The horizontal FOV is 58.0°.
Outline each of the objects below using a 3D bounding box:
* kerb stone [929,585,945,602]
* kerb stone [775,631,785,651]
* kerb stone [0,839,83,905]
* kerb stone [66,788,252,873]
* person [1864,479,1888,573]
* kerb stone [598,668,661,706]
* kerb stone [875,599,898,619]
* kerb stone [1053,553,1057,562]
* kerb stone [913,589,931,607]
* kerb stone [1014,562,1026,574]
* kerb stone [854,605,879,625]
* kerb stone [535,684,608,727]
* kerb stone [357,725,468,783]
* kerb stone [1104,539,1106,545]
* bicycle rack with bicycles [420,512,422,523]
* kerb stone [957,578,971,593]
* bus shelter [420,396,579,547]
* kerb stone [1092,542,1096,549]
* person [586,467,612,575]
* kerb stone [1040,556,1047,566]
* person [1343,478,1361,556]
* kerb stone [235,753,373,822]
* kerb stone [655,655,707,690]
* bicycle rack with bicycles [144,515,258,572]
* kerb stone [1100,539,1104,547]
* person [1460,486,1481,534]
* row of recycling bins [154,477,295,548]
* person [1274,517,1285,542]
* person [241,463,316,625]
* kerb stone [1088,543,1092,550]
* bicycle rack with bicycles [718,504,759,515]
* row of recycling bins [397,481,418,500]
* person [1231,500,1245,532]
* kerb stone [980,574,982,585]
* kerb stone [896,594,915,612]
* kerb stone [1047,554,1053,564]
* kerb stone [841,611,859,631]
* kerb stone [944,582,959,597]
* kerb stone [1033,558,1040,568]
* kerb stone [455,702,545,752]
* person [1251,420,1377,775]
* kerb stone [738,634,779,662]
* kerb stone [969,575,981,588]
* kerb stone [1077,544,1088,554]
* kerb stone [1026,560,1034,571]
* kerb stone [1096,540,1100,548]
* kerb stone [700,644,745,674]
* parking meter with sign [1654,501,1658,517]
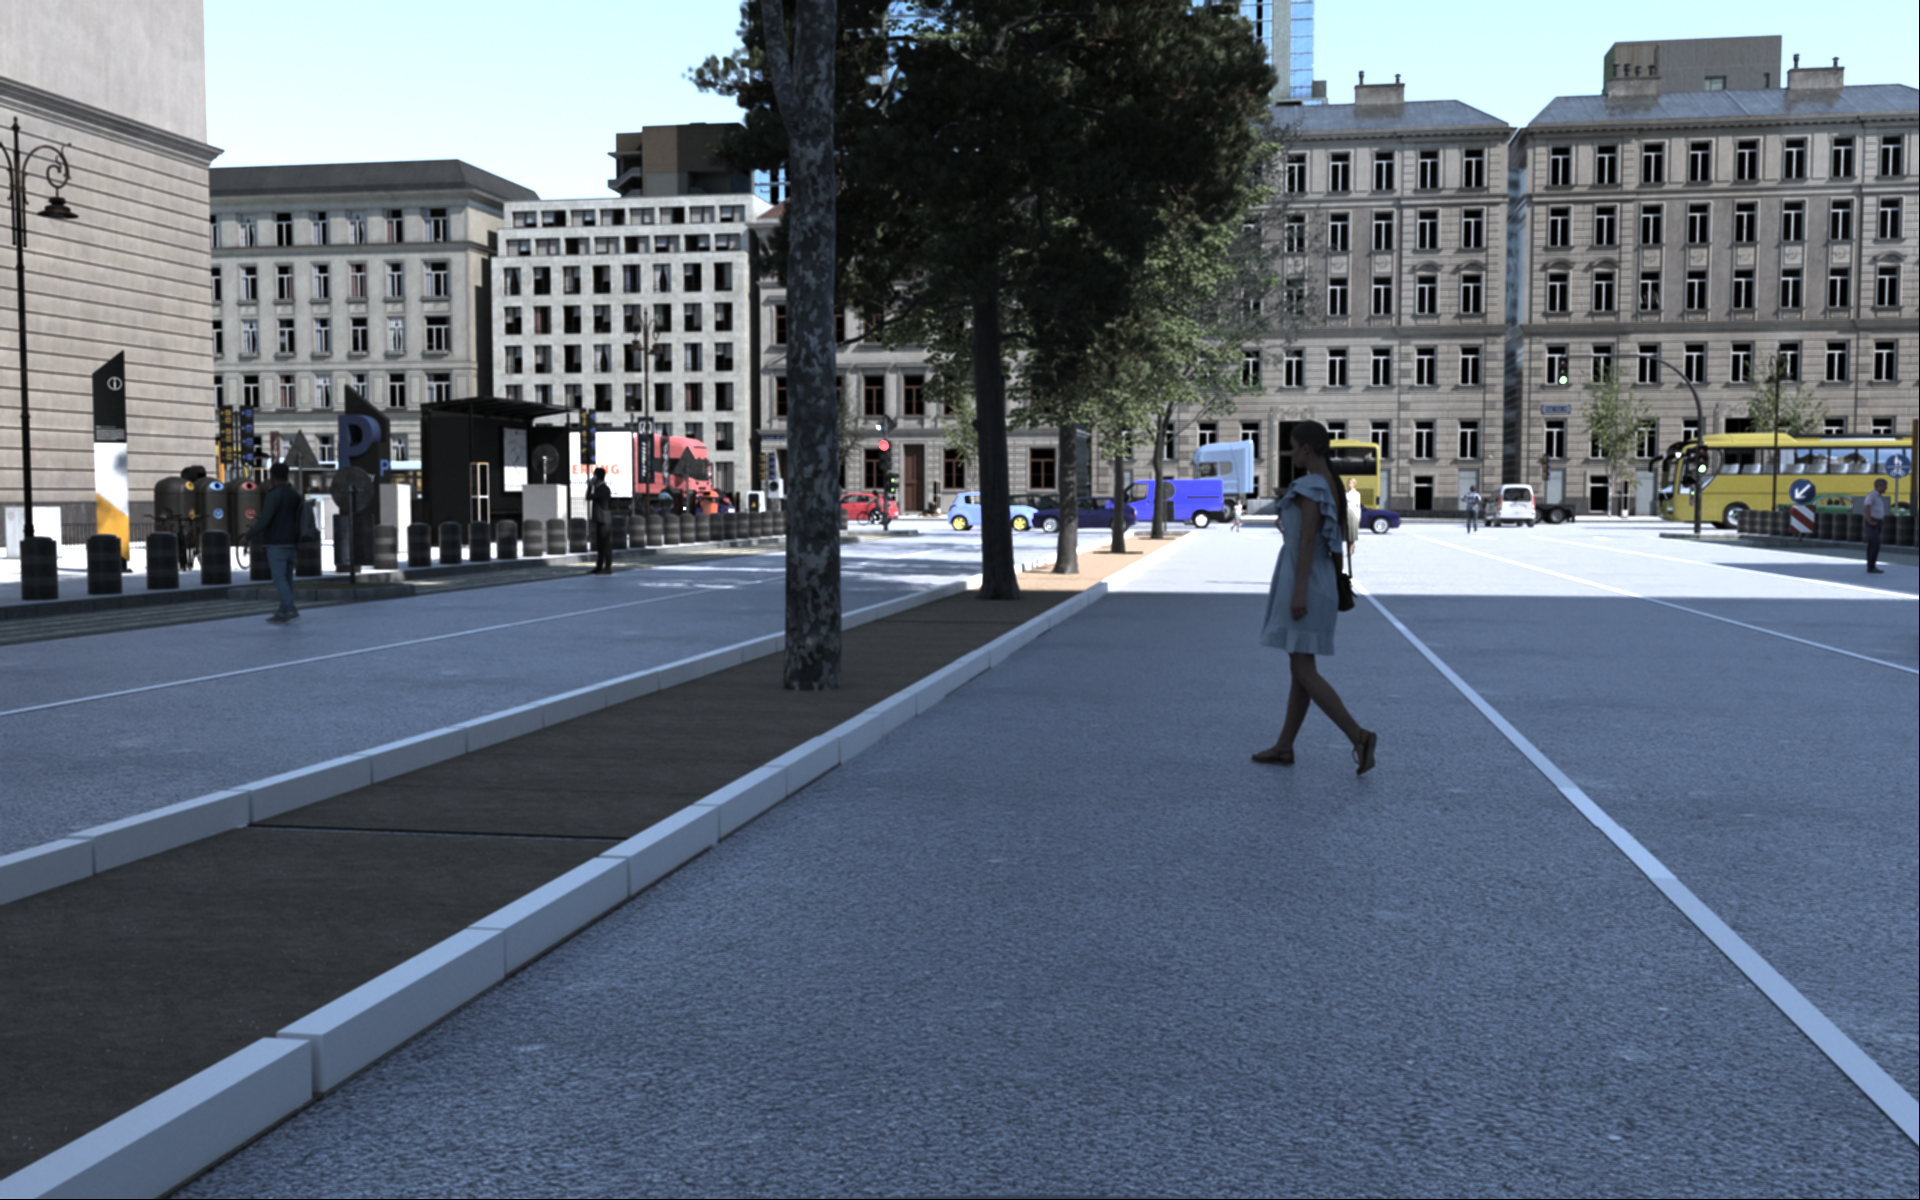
[{"bbox_3d":[-0.384,-0.061,23.224,0.120,0.150,1.000,1,4,10],"label":"kerb stone"},{"bbox_3d":[-1.618,0.373,16.124,0.120,0.150,1.000,1,4,10],"label":"kerb stone"},{"bbox_3d":[-3.382,0.999,5.981,0.120,0.150,1.000,1,4,10],"label":"kerb stone"},{"bbox_3d":[-3.215,0.930,6.997,0.120,0.150,1.000,1,4,10],"label":"kerb stone"},{"bbox_3d":[16.776,-1.359,31.654,0.756,1.711,0.436,-3,4,-37],"label":"person"},{"bbox_3d":[-2.333,0.619,12.073,0.120,0.150,1.000,1,4,10],"label":"kerb stone"},{"bbox_3d":[-0.915,0.125,20.174,0.120,0.150,1.000,1,4,10],"label":"kerb stone"},{"bbox_3d":[1.914,-0.867,36.395,0.120,0.150,1.000,1,4,10],"label":"kerb stone"},{"bbox_3d":[-0.559,-0.001,22.209,0.120,0.150,1.000,1,4,10],"label":"kerb stone"},{"bbox_3d":[1.017,-0.558,31.324,0.120,0.150,1.000,1,4,10],"label":"kerb stone"},{"bbox_3d":[-1.093,0.185,19.163,0.120,0.150,1.000,1,4,10],"label":"kerb stone"},{"bbox_3d":[-2.507,0.681,11.054,0.120,0.150,1.000,1,4,10],"label":"kerb stone"},{"bbox_3d":[-2.857,0.806,9.018,0.120,0.150,1.000,1,4,10],"label":"kerb stone"},{"bbox_3d":[3.848,-1.549,47.564,0.120,0.150,1.000,1,4,10],"label":"kerb stone"},{"bbox_3d":[-15.788,-2.400,52.629,2.852,0.926,2.925,0,4,7],"label":"bicycle rack with bicycles"},{"bbox_3d":[-0.024,-0.184,25.248,0.120,0.150,1.000,1,4,10],"label":"kerb stone"},{"bbox_3d":[-11.705,-3.266,44.682,1.731,3.624,6.357,1,4,10],"label":"bus shelter"},{"bbox_3d":[3.323,-1.366,44.522,0.120,0.150,1.000,1,4,10],"label":"kerb stone"},{"bbox_3d":[-6.408,-1.397,30.710,0.474,1.900,0.648,-1,4,-11],"label":"person"},{"bbox_3d":[1.554,-0.741,34.369,0.120,0.150,1.000,1,4,10],"label":"kerb stone"},{"bbox_3d":[9.057,-1.924,40.177,0.478,1.798,0.641,3,4,37],"label":"person"},{"bbox_3d":[-3.034,0.868,8.007,0.120,0.150,1.000,1,4,10],"label":"kerb stone"},{"bbox_3d":[-2.147,0.557,13.082,0.120,0.150,1.000,1,4,10],"label":"kerb stone"},{"bbox_3d":[-12.799,-1.004,29.795,2.852,0.926,2.925,0,4,-6],"label":"bicycle rack with bicycles"},{"bbox_3d":[3.685,-1.485,46.543,0.120,0.150,1.000,1,4,10],"label":"kerb stone"},{"bbox_3d":[18.451,-3.252,62.398,0.376,1.734,0.841,-3,4,-38],"label":"person"},{"bbox_3d":[-17.834,-2.138,42.064,1.069,1.692,3.534,2,4,34],"label":"row of recycling bins"},{"bbox_3d":[5.277,-0.962,27.459,0.726,1.435,0.776,1,4,22],"label":"person"},{"bbox_3d":[-7.506,-0.632,19.181,0.721,1.781,0.623,0,4,7],"label":"person"},{"bbox_3d":[3.152,-1.304,43.510,0.120,0.150,1.000,1,4,10],"label":"kerb stone"},{"bbox_3d":[-7.962,-2.878,60.435,2.852,0.926,2.925,1,4,15],"label":"bicycle rack with bicycles"},{"bbox_3d":[-18.889,-2.995,56.079,3.534,1.692,1.069,2,4,33],"label":"row of recycling bins"},{"bbox_3d":[10.496,-3.176,65.442,0.505,1.210,0.382,-2,4,-29],"label":"person"},{"bbox_3d":[0.317,-0.311,27.275,0.120,0.150,1.000,1,4,10],"label":"kerb stone"},{"bbox_3d":[-0.739,0.064,21.196,0.120,0.150,1.000,1,4,10],"label":"kerb stone"},{"bbox_3d":[1.733,-0.806,35.382,0.120,0.150,1.000,1,4,10],"label":"kerb stone"},{"bbox_3d":[-1.263,0.247,18.151,0.120,0.150,1.000,1,4,10],"label":"kerb stone"},{"bbox_3d":[-0.201,-0.125,24.237,0.120,0.150,1.000,1,4,10],"label":"kerb stone"},{"bbox_3d":[1.378,-0.682,33.352,0.120,0.150,1.000,1,4,10],"label":"kerb stone"},{"bbox_3d":[-2.679,0.744,10.036,0.120,0.150,1.000,1,4,10],"label":"kerb stone"},{"bbox_3d":[1.870,-0.025,8.998,0.616,1.811,0.778,-3,5,-44],"label":"person"},{"bbox_3d":[-1.801,0.433,15.108,0.120,0.150,1.000,1,4,10],"label":"kerb stone"},{"bbox_3d":[0.140,-0.246,26.262,0.120,0.150,1.000,1,4,10],"label":"kerb stone"},{"bbox_3d":[2.969,-1.237,42.492,0.120,0.150,1.000,1,4,10],"label":"kerb stone"},{"bbox_3d":[1.202,-0.620,32.340,0.120,0.150,1.000,1,4,10],"label":"kerb stone"},{"bbox_3d":[3.500,-1.425,45.533,0.120,0.150,1.000,1,4,10],"label":"kerb stone"},{"bbox_3d":[-1.977,0.495,14.094,0.120,0.150,1.000,1,4,10],"label":"kerb stone"},{"bbox_3d":[40.435,-6.255,98.527,1.738,3.016,0.543,0,3,0],"label":"parking meter with sign"}]
